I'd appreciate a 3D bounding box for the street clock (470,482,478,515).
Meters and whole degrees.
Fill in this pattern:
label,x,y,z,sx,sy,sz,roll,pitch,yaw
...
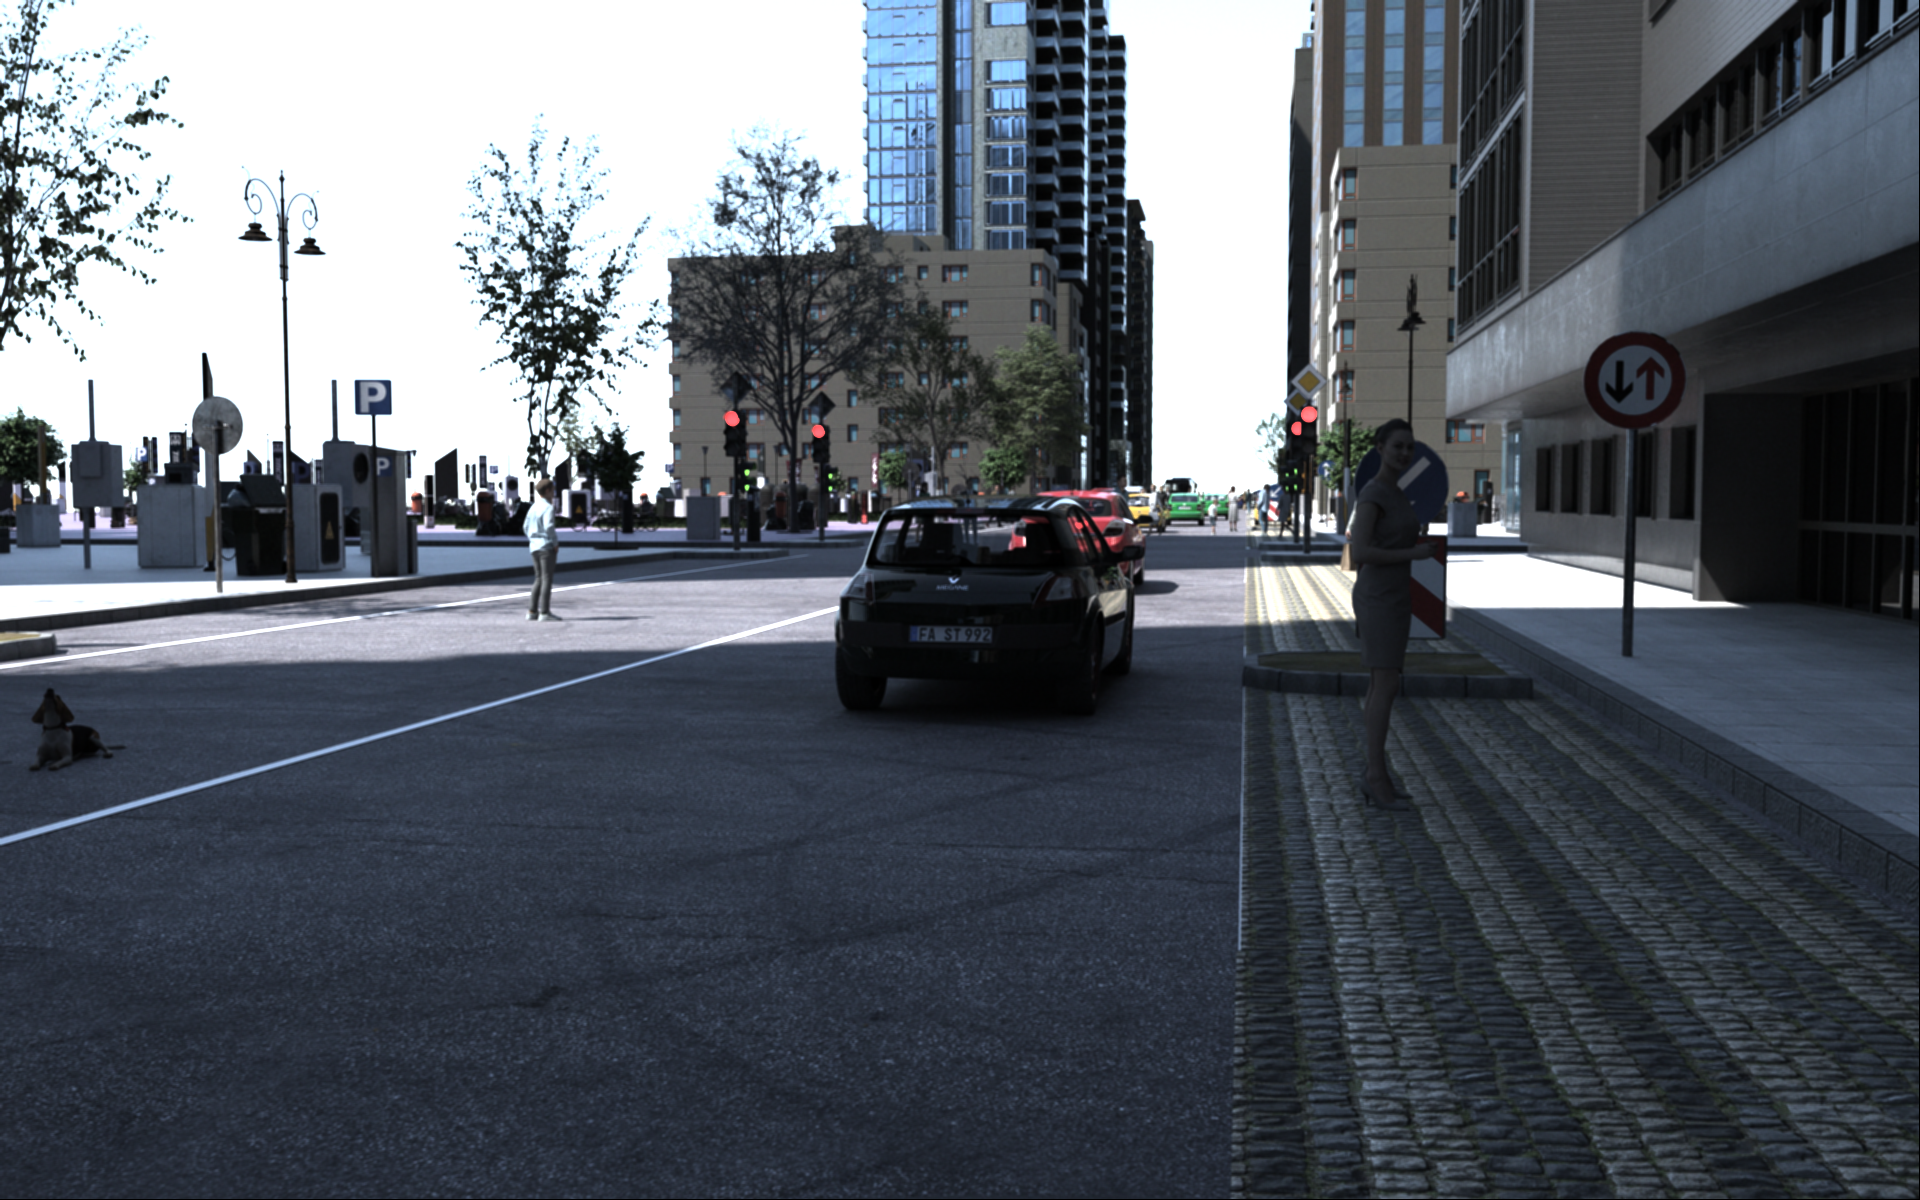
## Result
label,x,y,z,sx,sy,sz,roll,pitch,yaw
street clock,-30.136,-6.285,107.334,0.471,2.002,0.358,2,4,32

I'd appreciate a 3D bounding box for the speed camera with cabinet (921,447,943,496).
label,x,y,z,sx,sy,sz,roll,pitch,yaw
speed camera with cabinet,-1.177,-4.810,72.975,0.660,3.252,2.038,1,4,11

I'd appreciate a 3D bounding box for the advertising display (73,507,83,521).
label,x,y,z,sx,sy,sz,roll,pitch,yaw
advertising display,-41.172,-4.655,81.318,0.974,1.923,0.123,0,4,5

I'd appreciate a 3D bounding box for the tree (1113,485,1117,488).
label,x,y,z,sx,sy,sz,roll,pitch,yaw
tree,17.918,-12.141,193.108,1.663,3.219,1.824,0,3,0

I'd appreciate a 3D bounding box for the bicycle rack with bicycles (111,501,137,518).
label,x,y,z,sx,sy,sz,roll,pitch,yaw
bicycle rack with bicycles,-43.569,-4.792,91.731,2.925,0.926,2.852,2,4,26

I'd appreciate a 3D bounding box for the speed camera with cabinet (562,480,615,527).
label,x,y,z,sx,sy,sz,roll,pitch,yaw
speed camera with cabinet,-14.647,-4.532,68.435,2.038,3.252,0.660,-2,4,-35

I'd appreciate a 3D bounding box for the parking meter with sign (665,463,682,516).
label,x,y,z,sx,sy,sz,roll,pitch,yaw
parking meter with sign,-16.039,-6.205,97.708,0.543,3.016,1.738,-2,4,-33

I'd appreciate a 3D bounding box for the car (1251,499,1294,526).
label,x,y,z,sx,sy,sz,roll,pitch,yaw
car,14.403,-4.245,79.628,2.015,1.641,3.980,1,4,10

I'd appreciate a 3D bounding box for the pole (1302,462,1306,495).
label,x,y,z,sx,sy,sz,roll,pitch,yaw
pole,21.721,-7.069,109.429,0.158,3.312,0.155,0,3,0

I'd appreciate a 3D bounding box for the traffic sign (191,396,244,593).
label,x,y,z,sx,sy,sz,roll,pitch,yaw
traffic sign,-9.621,-1.365,22.431,0.768,2.556,0.104,1,4,13

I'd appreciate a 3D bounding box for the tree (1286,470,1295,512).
label,x,y,z,sx,sy,sz,roll,pitch,yaw
tree,27.059,-9.026,142.173,1.663,3.219,1.824,0,3,0

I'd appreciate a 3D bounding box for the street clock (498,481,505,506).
label,x,y,z,sx,sy,sz,roll,pitch,yaw
street clock,-25.320,-5.590,95.969,0.358,2.002,0.471,3,5,45

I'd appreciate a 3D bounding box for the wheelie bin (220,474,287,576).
label,x,y,z,sx,sy,sz,roll,pitch,yaw
wheelie bin,-11.099,-1.189,27.341,0.693,1.594,0.980,2,4,32

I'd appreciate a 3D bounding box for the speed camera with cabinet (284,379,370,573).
label,x,y,z,sx,sy,sz,roll,pitch,yaw
speed camera with cabinet,-10.645,-2.131,29.175,0.660,3.252,2.038,0,4,6

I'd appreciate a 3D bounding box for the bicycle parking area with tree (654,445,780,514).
label,x,y,z,sx,sy,sz,roll,pitch,yaw
bicycle parking area with tree,-13.188,-7.103,103.130,8.231,4.147,9.016,3,5,42

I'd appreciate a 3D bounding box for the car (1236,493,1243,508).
label,x,y,z,sx,sy,sz,roll,pitch,yaw
car,27.728,-10.042,173.774,1.945,1.707,3.694,1,4,10

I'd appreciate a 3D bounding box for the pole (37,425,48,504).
label,x,y,z,sx,sy,sz,roll,pitch,yaw
pole,-27.078,-3.504,51.136,0.158,3.312,0.155,0,3,0

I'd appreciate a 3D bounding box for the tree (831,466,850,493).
label,x,y,z,sx,sy,sz,roll,pitch,yaw
tree,-8.342,-7.568,118.345,1.663,3.219,1.824,0,3,0

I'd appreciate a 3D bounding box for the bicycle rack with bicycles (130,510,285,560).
label,x,y,z,sx,sy,sz,roll,pitch,yaw
bicycle rack with bicycles,-13.595,-1.202,33.040,2.852,0.926,2.925,0,4,4

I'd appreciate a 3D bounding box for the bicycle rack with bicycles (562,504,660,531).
label,x,y,z,sx,sy,sz,roll,pitch,yaw
bicycle rack with bicycles,-11.752,-2.869,60.291,2.925,0.926,2.852,1,4,16

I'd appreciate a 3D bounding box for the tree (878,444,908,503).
label,x,y,z,sx,sy,sz,roll,pitch,yaw
tree,-3.865,-7.833,111.777,4.285,4.588,4.351,0,3,0

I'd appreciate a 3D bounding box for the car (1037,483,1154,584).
label,x,y,z,sx,sy,sz,roll,pitch,yaw
car,1.850,-1.066,26.476,2.155,1.783,4.494,1,4,9

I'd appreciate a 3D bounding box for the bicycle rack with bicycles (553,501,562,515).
label,x,y,z,sx,sy,sz,roll,pitch,yaw
bicycle rack with bicycles,-21.060,-4.899,93.473,2.852,0.926,2.925,0,4,2

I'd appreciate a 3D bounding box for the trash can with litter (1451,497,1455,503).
label,x,y,z,sx,sy,sz,roll,pitch,yaw
trash can with litter,21.033,-3.732,72.411,1.055,1.170,0.624,0,4,4

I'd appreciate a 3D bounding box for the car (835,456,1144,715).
label,x,y,z,sx,sy,sz,roll,pitch,yaw
car,0.307,-0.182,12.760,2.009,1.686,4.222,1,4,10

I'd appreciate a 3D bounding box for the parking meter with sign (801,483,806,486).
label,x,y,z,sx,sy,sz,roll,pitch,yaw
parking meter with sign,-10.907,-7.494,118.780,1.738,3.016,0.543,-3,4,-36

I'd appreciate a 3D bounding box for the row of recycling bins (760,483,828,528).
label,x,y,z,sx,sy,sz,roll,pitch,yaw
row of recycling bins,-6.516,-3.693,67.493,3.534,1.692,1.069,3,5,41

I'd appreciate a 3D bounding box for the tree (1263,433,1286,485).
label,x,y,z,sx,sy,sz,roll,pitch,yaw
tree,37.840,-15.398,202.123,4.737,8.622,4.395,0,3,0

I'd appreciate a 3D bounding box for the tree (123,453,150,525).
label,x,y,z,sx,sy,sz,roll,pitch,yaw
tree,-33.746,-4.698,71.419,1.663,3.219,1.824,0,3,0

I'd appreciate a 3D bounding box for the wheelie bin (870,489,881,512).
label,x,y,z,sx,sy,sz,roll,pitch,yaw
wheelie bin,-5.111,-5.942,105.052,0.693,1.594,0.980,0,4,-4

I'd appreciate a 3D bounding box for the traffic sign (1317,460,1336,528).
label,x,y,z,sx,sy,sz,roll,pitch,yaw
traffic sign,13.844,-3.986,65.272,0.768,2.556,0.104,1,4,11

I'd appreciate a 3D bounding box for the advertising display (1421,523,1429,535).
label,x,y,z,sx,sy,sz,roll,pitch,yaw
advertising display,8.751,-1.677,32.629,0.123,1.923,0.974,1,4,12

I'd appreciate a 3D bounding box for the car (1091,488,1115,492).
label,x,y,z,sx,sy,sz,roll,pitch,yaw
car,8.858,-6.016,107.032,2.281,1.827,5.304,1,4,11

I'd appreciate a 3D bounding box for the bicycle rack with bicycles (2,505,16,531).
label,x,y,z,sx,sy,sz,roll,pitch,yaw
bicycle rack with bicycles,-31.653,-2.643,56.588,2.852,0.926,2.925,-1,4,-11

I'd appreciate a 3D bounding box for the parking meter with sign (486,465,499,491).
label,x,y,z,sx,sy,sz,roll,pitch,yaw
parking meter with sign,-28.291,-6.620,104.499,0.543,3.016,1.738,-2,4,-28

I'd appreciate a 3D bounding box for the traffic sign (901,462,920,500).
label,x,y,z,sx,sy,sz,roll,pitch,yaw
traffic sign,-1.967,-4.187,68.568,0.768,2.556,0.104,1,4,14

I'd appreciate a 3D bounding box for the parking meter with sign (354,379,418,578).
label,x,y,z,sx,sy,sz,roll,pitch,yaw
parking meter with sign,-8.952,-1.891,27.184,0.543,3.016,1.738,0,4,-3

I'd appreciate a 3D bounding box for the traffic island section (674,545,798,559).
label,x,y,z,sx,sy,sz,roll,pitch,yaw
traffic island section,-5.106,-1.053,39.496,2.009,0.180,2.903,1,4,9

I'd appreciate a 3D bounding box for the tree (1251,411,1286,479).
label,x,y,z,sx,sy,sz,roll,pitch,yaw
tree,38.934,-17.340,209.259,9.928,11.665,9.643,0,3,0

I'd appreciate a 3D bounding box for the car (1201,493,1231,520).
label,x,y,z,sx,sy,sz,roll,pitch,yaw
car,14.183,-5.359,96.410,1.959,1.807,4.718,0,4,8

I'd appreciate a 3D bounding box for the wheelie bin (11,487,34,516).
label,x,y,z,sx,sy,sz,roll,pitch,yaw
wheelie bin,-43.192,-4.394,79.757,0.693,1.594,0.980,2,4,30

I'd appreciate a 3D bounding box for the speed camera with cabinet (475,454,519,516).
label,x,y,z,sx,sy,sz,roll,pitch,yaw
speed camera with cabinet,-22.793,-5.562,85.273,2.038,3.252,0.660,-2,4,-35

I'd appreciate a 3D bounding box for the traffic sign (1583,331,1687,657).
label,x,y,z,sx,sy,sz,roll,pitch,yaw
traffic sign,5.278,-0.827,13.622,0.768,2.556,0.104,1,4,12

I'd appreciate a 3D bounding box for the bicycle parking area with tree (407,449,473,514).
label,x,y,z,sx,sy,sz,roll,pitch,yaw
bicycle parking area with tree,-36.406,-7.730,113.387,9.016,4.147,8.231,-1,4,-23

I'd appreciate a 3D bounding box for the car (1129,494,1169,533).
label,x,y,z,sx,sy,sz,roll,pitch,yaw
car,6.853,-3.364,65.223,2.015,1.641,3.980,1,4,9

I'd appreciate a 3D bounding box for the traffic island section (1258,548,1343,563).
label,x,y,z,sx,sy,sz,roll,pitch,yaw
traffic island section,7.513,-0.925,37.408,2.009,0.180,2.903,1,4,9

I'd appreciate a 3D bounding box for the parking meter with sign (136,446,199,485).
label,x,y,z,sx,sy,sz,roll,pitch,yaw
parking meter with sign,-18.948,-2.806,42.146,1.738,3.016,0.543,0,4,-4

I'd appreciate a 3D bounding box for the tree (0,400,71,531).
label,x,y,z,sx,sy,sz,roll,pitch,yaw
tree,-32.880,-4.717,60.834,4.285,4.588,4.351,0,3,0

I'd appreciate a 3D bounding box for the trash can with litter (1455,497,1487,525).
label,x,y,z,sx,sy,sz,roll,pitch,yaw
trash can with litter,21.114,-3.664,71.299,1.055,1.170,0.624,-1,4,-17

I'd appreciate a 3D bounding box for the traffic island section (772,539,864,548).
label,x,y,z,sx,sy,sz,roll,pitch,yaw
traffic island section,-3.801,-1.535,47.374,2.009,0.180,2.903,1,4,9

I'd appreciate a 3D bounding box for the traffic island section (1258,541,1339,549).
label,x,y,z,sx,sy,sz,roll,pitch,yaw
traffic island section,8.818,-1.407,45.286,2.009,0.180,2.903,1,4,9

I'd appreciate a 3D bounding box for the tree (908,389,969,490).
label,x,y,z,sx,sy,sz,roll,pitch,yaw
tree,-1.526,-10.418,120.701,4.360,8.622,3.978,0,3,0

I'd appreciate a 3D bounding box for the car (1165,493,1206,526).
label,x,y,z,sx,sy,sz,roll,pitch,yaw
car,10.283,-4.312,79.305,1.959,1.807,4.718,0,4,8

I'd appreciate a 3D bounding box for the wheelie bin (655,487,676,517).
label,x,y,z,sx,sy,sz,roll,pitch,yaw
wheelie bin,-12.679,-4.064,74.350,0.693,1.594,0.980,3,4,37

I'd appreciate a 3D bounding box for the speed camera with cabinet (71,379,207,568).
label,x,y,z,sx,sy,sz,roll,pitch,yaw
speed camera with cabinet,-14.261,-2.186,30.085,2.038,3.252,0.660,0,4,-5

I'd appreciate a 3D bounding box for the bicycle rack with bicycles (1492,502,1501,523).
label,x,y,z,sx,sy,sz,roll,pitch,yaw
bicycle rack with bicycles,24.504,-3.848,76.294,2.925,0.926,2.852,-2,4,-33
